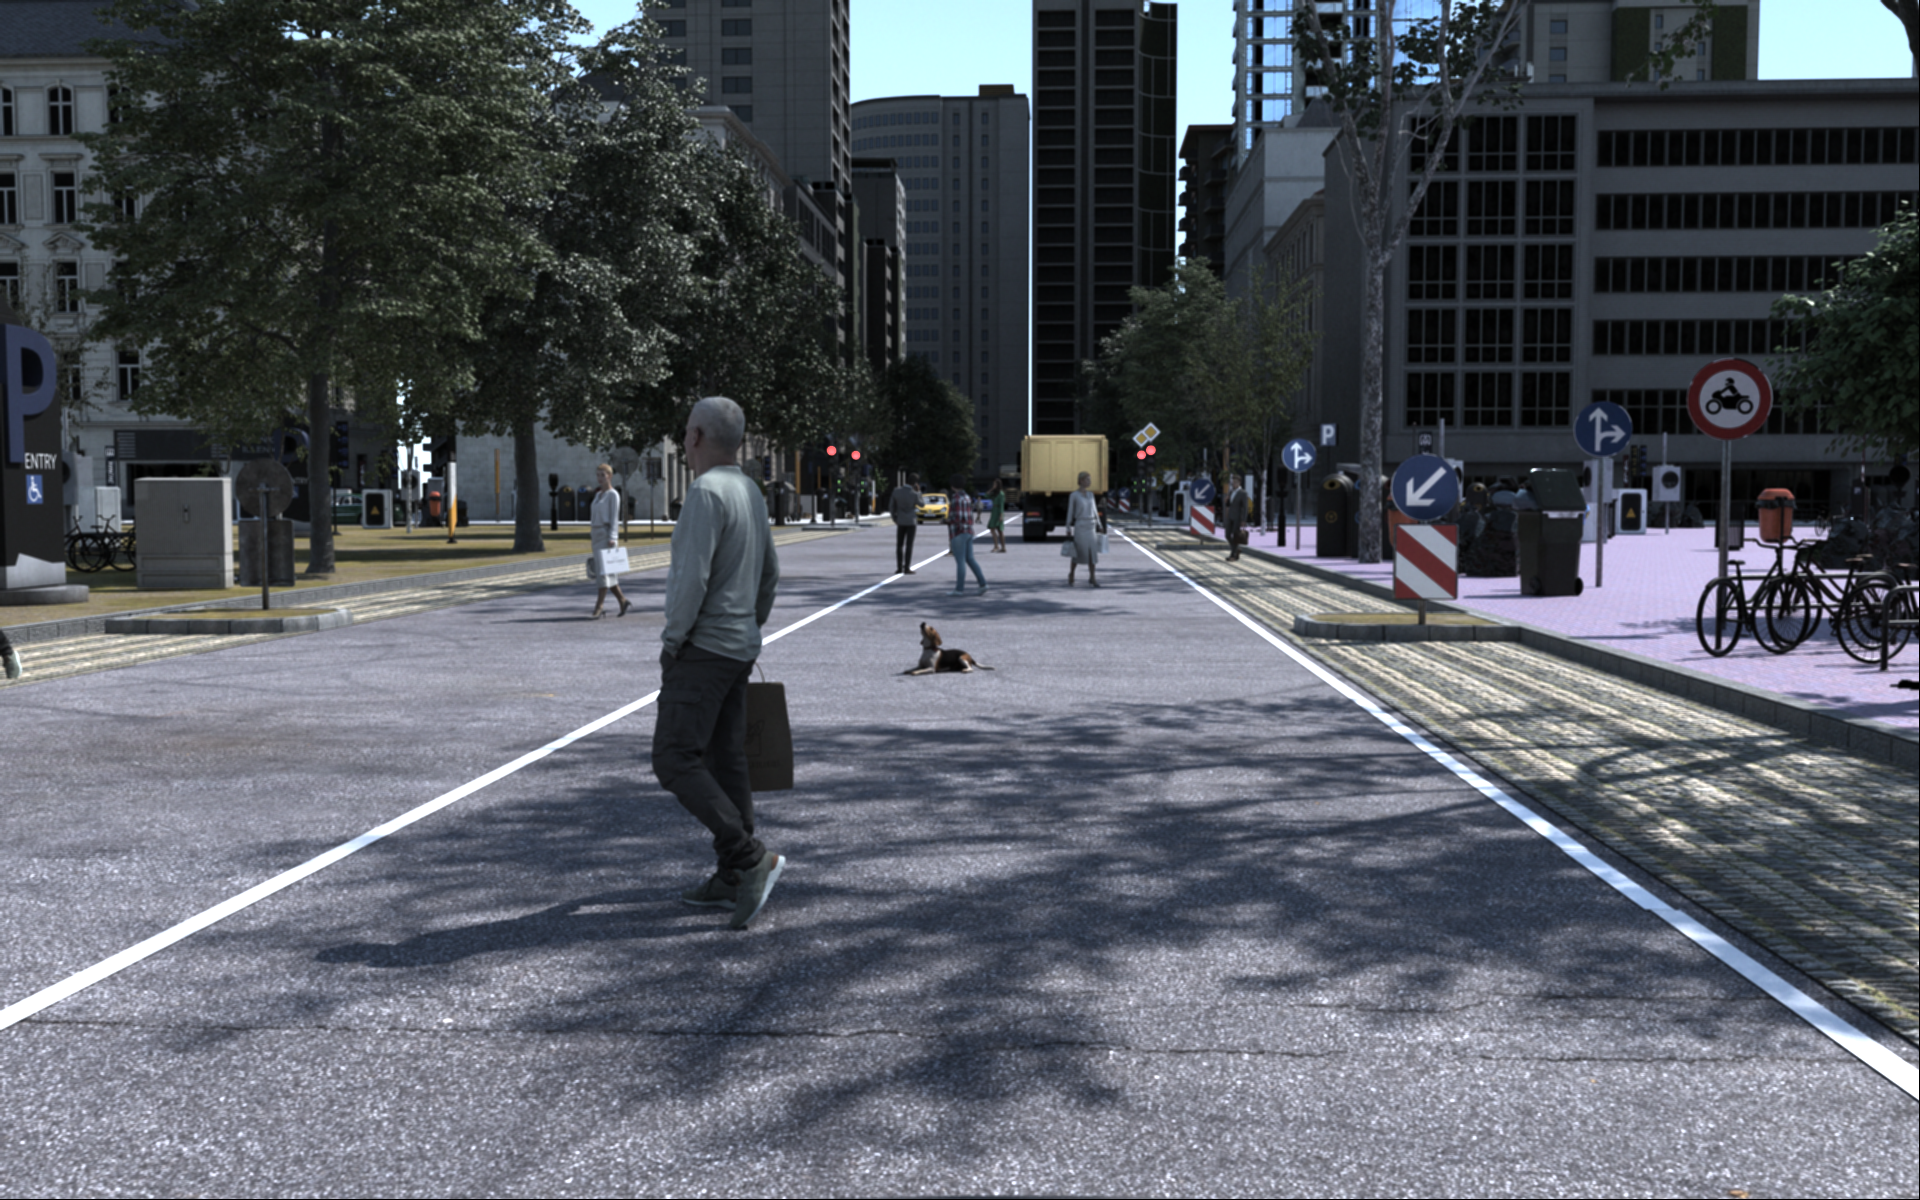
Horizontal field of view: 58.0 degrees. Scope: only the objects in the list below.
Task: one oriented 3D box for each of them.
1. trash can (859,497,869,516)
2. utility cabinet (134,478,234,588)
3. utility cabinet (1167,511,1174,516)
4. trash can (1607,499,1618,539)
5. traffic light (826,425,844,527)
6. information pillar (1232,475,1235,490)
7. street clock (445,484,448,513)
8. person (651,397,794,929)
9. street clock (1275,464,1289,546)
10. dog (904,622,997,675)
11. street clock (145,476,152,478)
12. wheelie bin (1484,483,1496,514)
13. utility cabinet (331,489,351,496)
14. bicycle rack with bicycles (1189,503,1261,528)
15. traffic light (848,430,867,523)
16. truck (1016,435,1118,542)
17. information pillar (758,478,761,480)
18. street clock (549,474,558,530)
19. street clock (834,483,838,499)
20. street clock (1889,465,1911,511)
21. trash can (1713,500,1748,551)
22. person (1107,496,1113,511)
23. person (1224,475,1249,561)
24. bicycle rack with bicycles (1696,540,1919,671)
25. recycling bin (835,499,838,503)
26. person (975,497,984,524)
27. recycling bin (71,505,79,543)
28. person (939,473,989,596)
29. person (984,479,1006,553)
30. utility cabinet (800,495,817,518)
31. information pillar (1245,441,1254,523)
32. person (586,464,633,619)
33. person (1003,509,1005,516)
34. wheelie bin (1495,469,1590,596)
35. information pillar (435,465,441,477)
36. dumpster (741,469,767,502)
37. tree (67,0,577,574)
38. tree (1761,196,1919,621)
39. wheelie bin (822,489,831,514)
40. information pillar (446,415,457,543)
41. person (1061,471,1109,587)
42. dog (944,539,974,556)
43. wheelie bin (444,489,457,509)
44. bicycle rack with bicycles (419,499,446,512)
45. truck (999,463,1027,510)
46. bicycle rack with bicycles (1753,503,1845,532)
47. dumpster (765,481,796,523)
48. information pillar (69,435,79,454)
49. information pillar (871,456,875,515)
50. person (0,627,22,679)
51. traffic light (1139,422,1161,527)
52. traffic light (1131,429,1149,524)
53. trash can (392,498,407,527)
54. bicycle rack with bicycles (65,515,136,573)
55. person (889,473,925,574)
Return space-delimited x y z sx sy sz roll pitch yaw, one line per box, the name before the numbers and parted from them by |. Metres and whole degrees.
trash can | -5.642 -5.517 101.854 0.748 1.137 0.748 0 3 0
utility cabinet | -10.438 -0.894 23.294 1.173 1.500 0.318 0 4 -2
utility cabinet | 12.550 -5.538 101.716 0.306 1.237 1.020 2 4 35
trash can | 18.573 -2.342 49.946 0.748 1.137 0.748 0 3 0
traffic light | -4.995 -4.847 68.176 0.839 4.253 0.868 0 4 3
information pillar | 10.641 -3.869 67.757 0.304 2.012 0.304 -1 4 -10
street clock | -35.353 -7.024 119.404 0.471 2.002 0.358 -2 4 -24
person | -0.780 0.179 6.055 0.515 1.767 0.782 1 4 13
street clock | 7.884 -2.314 42.407 0.358 2.002 0.471 0 4 7
dog | -0.071 0.384 13.921 0.748 0.427 0.550 0 4 2
street clock | -32.763 -4.000 69.973 0.358 2.002 0.471 -3 4 -36
wheelie bin | 9.737 -1.404 30.868 0.693 1.594 0.980 0 4 -1
utility cabinet | -27.871 -4.216 77.603 1.173 1.500 0.318 0 4 8
bicycle rack with bicycles | 10.064 -3.230 66.199 2.925 0.926 2.852 0 4 -1
traffic light | -4.523 -5.335 76.147 0.839 4.253 0.868 0 4 3
truck | 3.404 -3.648 55.576 3.469 3.379 9.791 0 4 4
information pillar | -9.072 -4.450 77.256 0.304 2.012 0.304 -1 4 -23
street clock | -14.334 -3.458 61.113 0.358 2.002 0.471 -2 4 -25
street clock | -7.568 -6.183 105.665 0.471 2.002 0.358 -1 4 -14
street clock | 23.583 -2.381 43.492 0.471 2.002 0.358 2 4 35
trash can | 17.541 -1.701 39.464 0.748 1.137 0.748 0 3 0
person | 11.425 -7.523 131.685 0.537 1.800 0.526 3 4 36
person | 5.870 -1.731 36.760 0.622 1.834 0.822 3 5 40
bicycle rack with bicycles | 7.147 -0.021 13.733 2.925 0.926 2.852 -1 4 -14
recycling bin | -6.613 -4.847 91.807 0.722 1.027 0.722 -3 4 -38
person | 0.932 -4.337 83.679 0.475 1.303 0.640 -3 5 -40
recycling bin | -23.342 -2.030 45.742 0.722 1.027 0.722 1 4 20
person | 0.054 -0.919 24.362 0.643 1.720 0.563 2 4 23
person | 0.933 -2.052 42.301 0.529 1.795 0.600 -2 4 -34
utility cabinet | -8.097 -4.946 92.024 1.020 1.237 0.306 2 4 31
information pillar | 12.691 -5.176 75.976 0.504 3.616 0.183 -3 5 -43
person | -4.039 -0.680 19.975 0.624 1.780 0.694 -2 4 -28
person | 2.815 -6.284 115.516 0.394 1.301 0.425 0 4 8
wheelie bin | 7.458 -0.862 21.997 0.980 1.594 0.693 -1 4 -11
information pillar | -41.543 -8.961 137.859 0.504 3.616 0.183 -3 4 -39
dumpster | -8.120 -3.812 64.818 1.502 2.255 1.985 0 4 4
tree | -9.988 -6.717 27.946 7.486 12.596 7.792 0 3 0
tree | 10.119 -2.069 17.537 4.285 4.588 4.351 0 3 0
wheelie bin | -8.281 -6.216 109.539 0.693 1.594 0.980 2 4 28
information pillar | -13.250 -3.289 45.136 0.183 3.616 0.504 0 3 0
person | 1.931 -1.102 26.873 0.694 1.780 0.624 -1 4 -16
dog | -0.011 -1.231 40.325 0.748 0.427 0.550 0 4 0
wheelie bin | -30.322 -5.839 103.381 0.693 1.594 0.980 3 5 42
bicycle rack with bicycles | -41.949 -7.476 135.608 2.852 0.926 2.925 3 5 43
truck | 4.814 -10.334 157.870 2.839 4.237 11.283 0 4 3
bicycle rack with bicycles | 25.832 -2.434 53.171 2.852 0.926 2.925 3 4 37
dumpster | -8.195 -4.460 78.682 1.264 1.857 1.865 0 4 3
information pillar | -35.316 -4.757 69.126 0.504 3.616 0.183 1 4 20
information pillar | -5.315 -7.039 106.444 0.183 3.616 0.504 0 4 7
person | -7.693 -0.267 13.345 0.782 1.767 0.515 2 4 26
traffic light | 7.395 -4.804 67.460 0.839 4.253 0.868 0 4 3
traffic light | 7.867 -5.291 75.431 0.839 4.253 0.868 0 4 3
trash can | -21.955 -3.437 67.849 0.748 1.137 0.748 0 3 0
bicycle rack with bicycles | -14.170 -0.967 29.193 2.925 0.926 2.852 -1 4 -8
person | -0.958 -1.368 31.043 0.592 1.802 0.473 2 4 33
